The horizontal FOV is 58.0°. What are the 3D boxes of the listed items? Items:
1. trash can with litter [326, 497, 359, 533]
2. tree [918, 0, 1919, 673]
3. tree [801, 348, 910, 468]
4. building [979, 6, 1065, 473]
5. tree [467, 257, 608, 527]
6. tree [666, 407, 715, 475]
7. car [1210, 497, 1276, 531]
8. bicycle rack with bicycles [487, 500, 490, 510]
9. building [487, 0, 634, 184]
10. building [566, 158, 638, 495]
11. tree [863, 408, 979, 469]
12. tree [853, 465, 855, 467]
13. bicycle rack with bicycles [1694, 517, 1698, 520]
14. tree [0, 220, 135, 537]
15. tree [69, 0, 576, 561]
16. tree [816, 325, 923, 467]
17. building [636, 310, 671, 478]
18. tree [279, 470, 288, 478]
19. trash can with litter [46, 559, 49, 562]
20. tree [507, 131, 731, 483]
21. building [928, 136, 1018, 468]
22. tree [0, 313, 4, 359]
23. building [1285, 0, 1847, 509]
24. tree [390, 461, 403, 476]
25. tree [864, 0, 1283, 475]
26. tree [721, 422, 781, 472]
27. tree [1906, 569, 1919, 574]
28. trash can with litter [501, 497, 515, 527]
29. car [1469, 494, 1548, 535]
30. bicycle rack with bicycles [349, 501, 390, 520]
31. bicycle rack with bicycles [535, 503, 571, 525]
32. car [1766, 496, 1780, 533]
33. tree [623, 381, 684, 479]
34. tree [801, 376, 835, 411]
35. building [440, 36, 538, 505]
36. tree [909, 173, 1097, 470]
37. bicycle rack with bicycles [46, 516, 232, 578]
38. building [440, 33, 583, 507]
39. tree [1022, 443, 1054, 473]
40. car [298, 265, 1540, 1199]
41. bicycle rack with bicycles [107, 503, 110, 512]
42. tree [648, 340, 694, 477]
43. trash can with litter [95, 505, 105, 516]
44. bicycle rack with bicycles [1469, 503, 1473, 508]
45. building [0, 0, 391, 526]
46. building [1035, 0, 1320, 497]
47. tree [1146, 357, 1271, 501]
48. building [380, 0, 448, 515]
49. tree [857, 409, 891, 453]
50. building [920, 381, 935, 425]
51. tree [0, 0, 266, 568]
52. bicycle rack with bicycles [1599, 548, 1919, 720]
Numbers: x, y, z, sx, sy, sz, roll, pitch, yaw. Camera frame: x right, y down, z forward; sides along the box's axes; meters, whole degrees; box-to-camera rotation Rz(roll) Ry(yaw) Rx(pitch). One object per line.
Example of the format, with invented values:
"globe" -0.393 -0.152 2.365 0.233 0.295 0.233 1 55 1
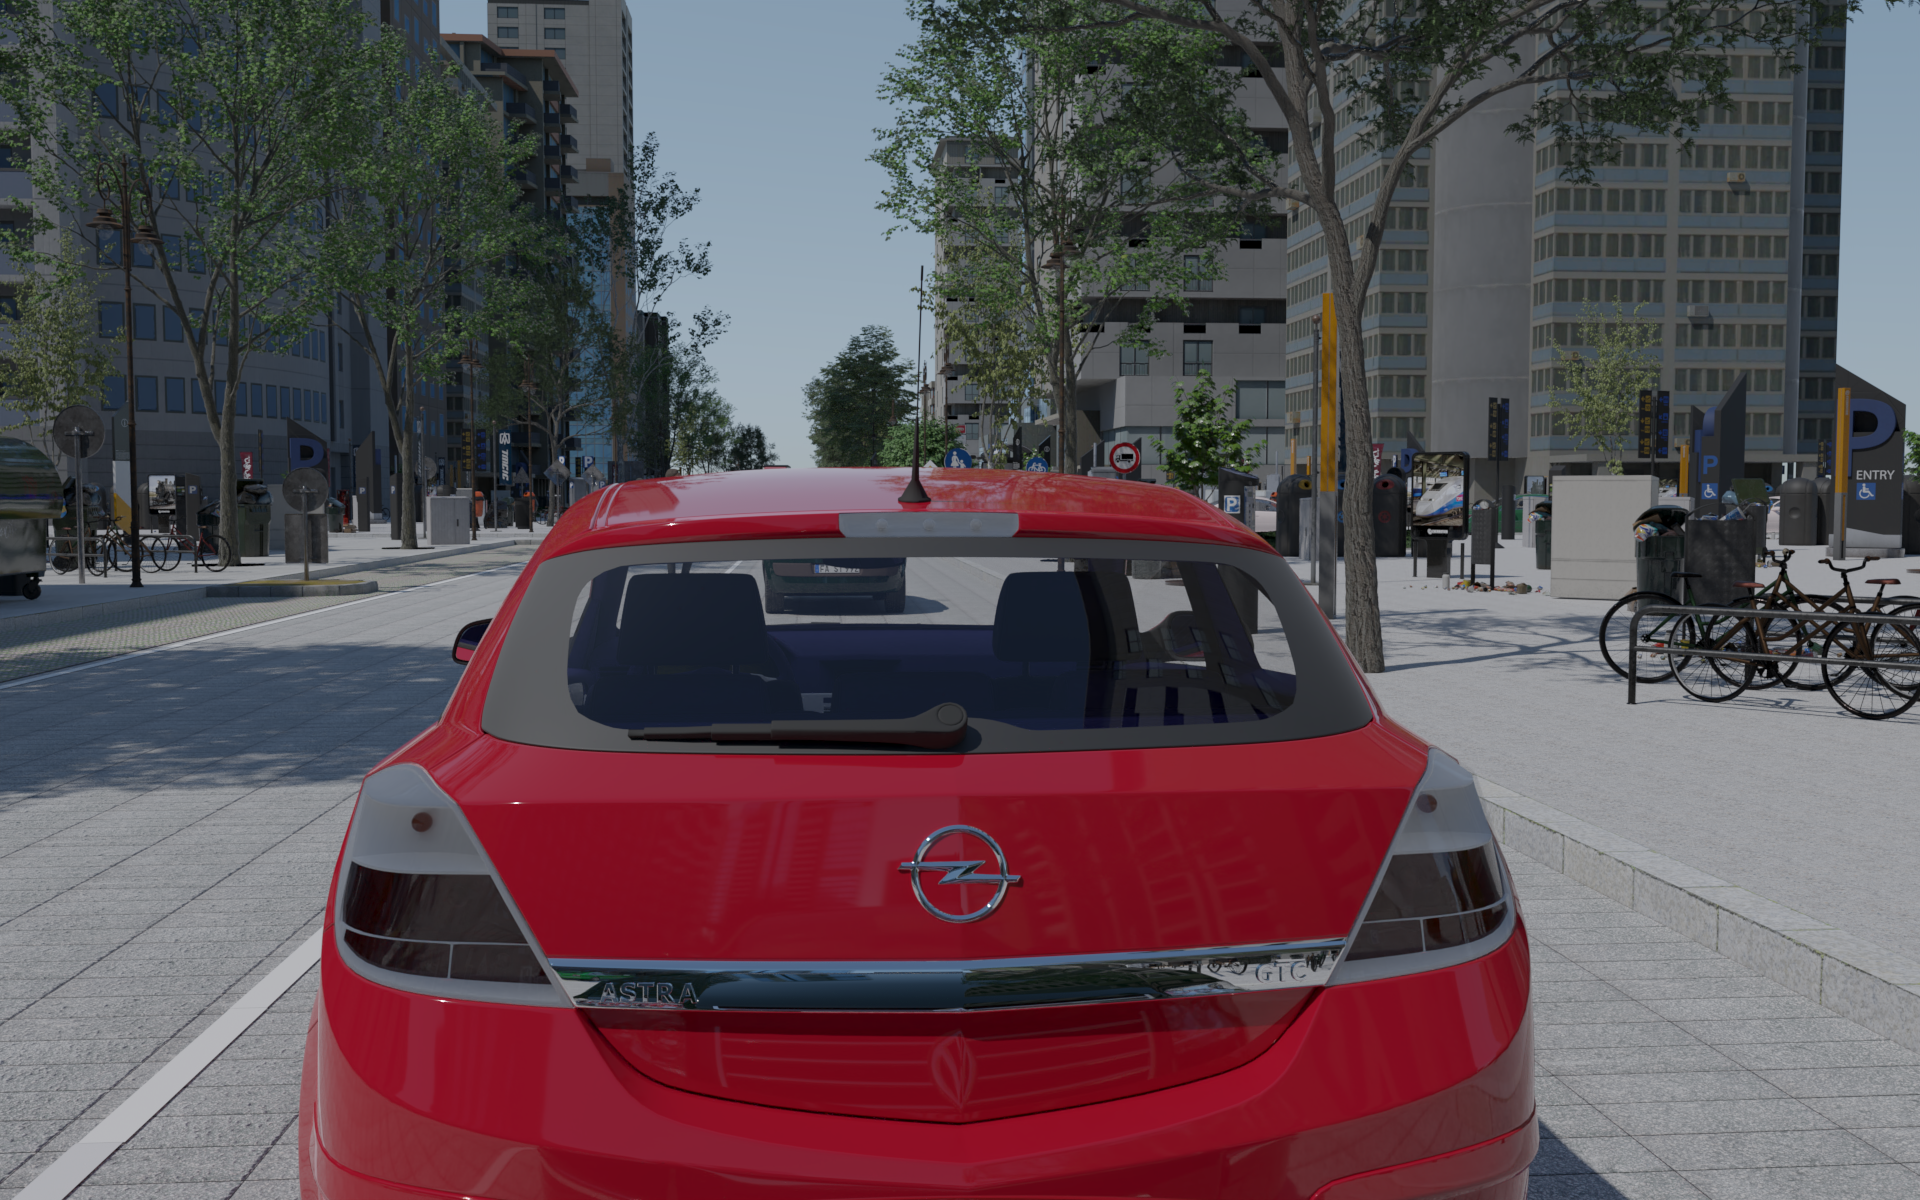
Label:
"trash can with litter" -20.339 -2.796 57.099 1.055 1.170 0.624 1 4 11
"tree" 3.011 -4.778 12.535 8.767 10.594 7.601 1 4 10
"tree" -8.596 -14.788 148.431 9.857 13.997 8.962 0 3 0
"building" 14.567 -53.079 180.517 22.319 86.520 31.000 0 4 -5
"tree" -15.792 -8.158 67.800 7.601 10.594 8.767 0 4 5
"tree" -21.809 -11.509 138.532 4.737 8.622 4.395 0 3 0
"car" 9.457 -2.617 55.152 4.827 1.381 2.083 0 4 -4
"bicycle rack with bicycles" -26.441 -5.075 96.365 2.852 0.926 2.925 -1 4 -22
"building" -55.669 -49.706 250.949 20.563 71.187 20.611 0 4 -5
"building" -51.458 -35.731 234.311 14.600 45.320 14.200 0 4 -5
"tree" -1.261 -5.028 65.915 4.285 4.588 4.351 0 3 0
"tree" -9.121 -13.069 164.043 4.360 8.622 3.978 0 3 0
"bicycle rack with bicycles" 20.064 -2.254 50.238 2.852 0.926 2.925 -1 4 -19
"tree" -24.588 -5.904 46.888 4.737 8.622 4.395 0 3 0
"tree" -12.930 -6.975 39.794 9.928 11.665 9.643 0 3 0
"tree" -6.042 -12.133 116.495 7.486 12.596 7.792 0 3 0
"building" -52.887 -30.488 270.172 14.160 30.474 14.107 0 4 -5
"tree" -28.057 -4.878 74.354 1.663 3.219 1.824 0 3 0
"trash can with litter" -17.617 -1.289 32.133 2.233 1.210 1.678 2 4 24
"tree" -18.251 -14.457 92.265 12.611 20.169 13.585 0 3 0
"building" 10.635 -40.458 250.726 28.713 52.752 27.495 0 4 -5
"tree" -24.829 -5.519 40.595 4.360 8.622 3.978 0 3 0
"building" 31.086 -24.345 89.930 23.993 40.220 32.217 0 4 -5
"tree" -32.296 -6.462 100.255 1.663 3.219 1.824 0 3 0
"tree" 1.934 -6.520 32.360 9.928 11.665 9.643 0 3 0
"tree" -33.471 -21.989 276.525 9.611 12.733 9.660 0 3 0
"tree" 16.045 -2.038 27.919 1.663 3.219 1.824 0 3 0
"trash can with litter" -17.778 -3.452 67.835 0.624 1.170 1.055 1 4 8
"car" 18.400 -2.776 57.193 4.920 1.459 2.131 0 4 -5
"bicycle rack with bicycles" -29.359 -4.297 83.644 2.925 0.926 2.852 2 4 35
"bicycle rack with bicycles" -16.718 -3.698 73.849 2.925 0.926 2.852 -1 4 -18
"car" 27.529 -2.810 58.310 4.827 1.381 2.083 0 4 -7
"tree" -19.733 -9.784 110.324 4.360 8.622 3.978 0 3 0
"tree" -16.064 -24.260 252.538 12.611 20.169 13.585 0 3 0
"building" -52.220 -27.496 141.443 32.217 40.220 23.993 0 4 -5
"tree" 0.956 -5.533 40.819 4.737 8.622 4.395 0 3 0
"bicycle rack with bicycles" -13.663 -0.884 27.833 2.925 0.926 2.852 2 4 23
"building" -49.000 -31.402 168.049 22.147 44.769 28.867 0 4 -5
"tree" 2.732 -4.380 66.222 1.663 3.219 1.824 0 3 0
"car" -0.215 0.296 4.196 2.155 1.783 4.494 0 4 -6
"bicycle rack with bicycles" -32.222 -3.234 66.261 2.925 0.926 2.852 -2 4 -29
"tree" -20.053 -11.750 117.872 9.928 11.665 9.643 0 3 0
"trash can with litter" -20.077 -1.730 39.679 0.624 1.170 1.055 0 4 -7
"bicycle rack with bicycles" 36.923 -6.931 126.697 2.852 0.926 2.925 -1 4 -17
"building" -41.527 -32.997 81.493 21.231 58.520 28.212 0 4 -5
"building" 20.171 -32.546 121.371 28.713 52.752 27.495 0 4 -5
"tree" 3.303 -1.818 24.332 1.663 3.219 1.824 0 3 0
"building" -41.761 -28.197 111.131 14.600 45.320 14.200 0 4 -5
"tree" -6.899 -11.605 140.106 4.737 8.622 4.395 0 3 0
"building" 8.199 -26.605 280.035 27.650 21.520 28.899 0 4 -5
"tree" -13.056 -6.392 30.257 9.928 11.665 9.643 0 3 0
"bicycle rack with bicycles" 5.330 0.162 10.736 2.852 0.926 2.925 -3 5 -43
